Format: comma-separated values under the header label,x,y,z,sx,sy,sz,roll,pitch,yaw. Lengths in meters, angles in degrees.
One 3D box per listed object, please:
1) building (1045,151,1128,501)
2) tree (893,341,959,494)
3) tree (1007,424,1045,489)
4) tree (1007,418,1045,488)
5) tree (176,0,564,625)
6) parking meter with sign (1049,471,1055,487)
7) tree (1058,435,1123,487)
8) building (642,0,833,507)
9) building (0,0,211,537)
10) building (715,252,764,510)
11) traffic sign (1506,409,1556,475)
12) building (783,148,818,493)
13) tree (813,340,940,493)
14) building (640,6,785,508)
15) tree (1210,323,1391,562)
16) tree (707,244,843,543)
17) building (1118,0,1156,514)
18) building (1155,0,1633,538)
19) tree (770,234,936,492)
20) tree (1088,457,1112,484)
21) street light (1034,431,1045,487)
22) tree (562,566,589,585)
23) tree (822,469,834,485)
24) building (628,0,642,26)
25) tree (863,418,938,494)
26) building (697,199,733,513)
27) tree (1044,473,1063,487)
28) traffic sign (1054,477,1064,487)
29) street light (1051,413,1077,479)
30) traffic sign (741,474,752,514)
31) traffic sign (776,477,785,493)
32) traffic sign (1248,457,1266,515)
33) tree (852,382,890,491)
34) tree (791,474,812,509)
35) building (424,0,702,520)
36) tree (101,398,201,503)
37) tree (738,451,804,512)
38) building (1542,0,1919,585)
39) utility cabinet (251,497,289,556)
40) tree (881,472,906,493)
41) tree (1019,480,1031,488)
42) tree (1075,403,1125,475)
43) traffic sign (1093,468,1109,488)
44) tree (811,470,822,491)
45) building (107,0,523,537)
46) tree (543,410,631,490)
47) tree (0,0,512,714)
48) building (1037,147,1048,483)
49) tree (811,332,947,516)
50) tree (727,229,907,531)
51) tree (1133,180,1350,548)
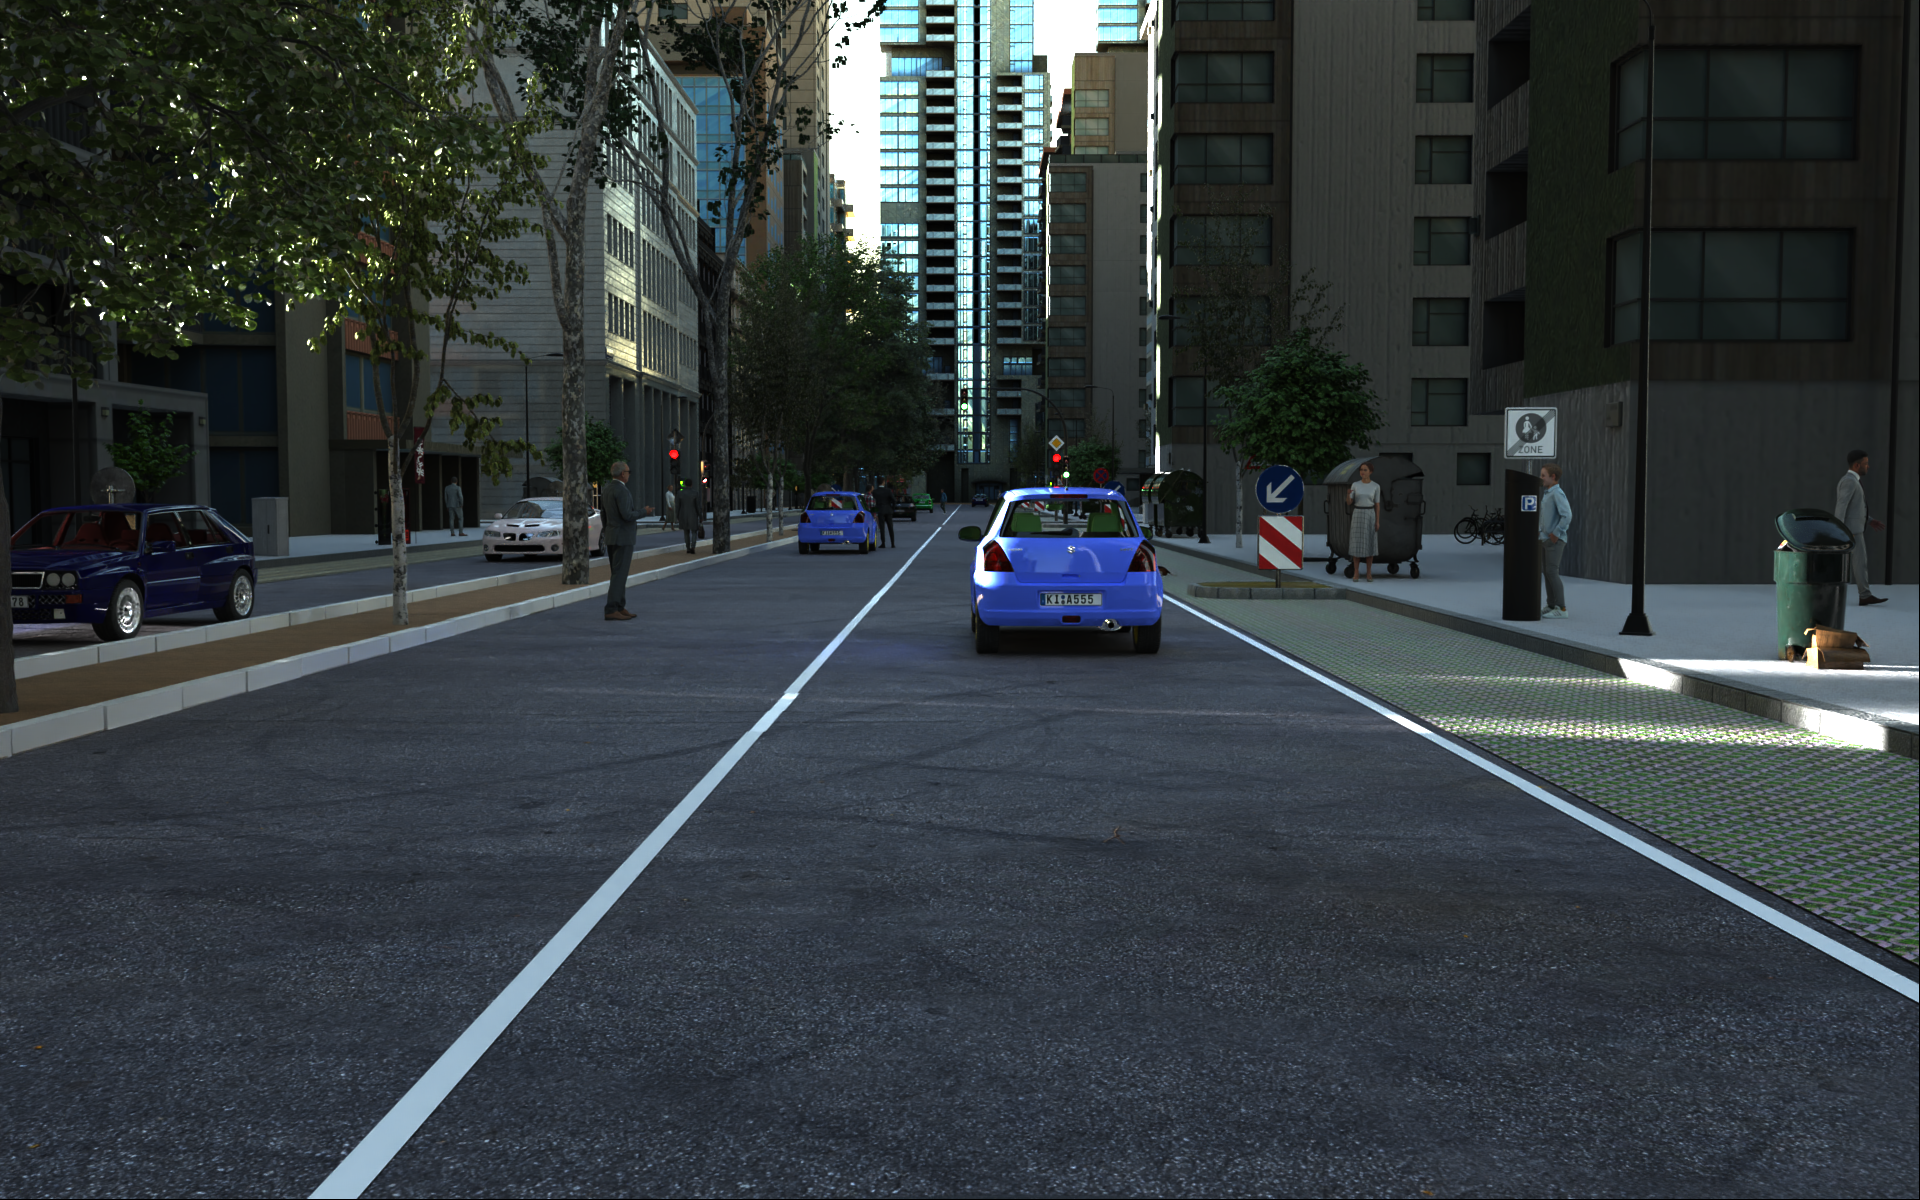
label,x,y,z,sx,sy,sz,roll,pitch,yaw
building,14.348,-23.139,150.019,14.160,30.474,14.107,0,4,0
tree,-5.139,-13.664,136.238,12.009,13.543,11.850,0,3,0
tree,7.172,-13.882,177.339,4.737,8.622,4.395,0,3,0
tree,6.985,-13.111,164.723,4.360,8.622,3.978,0,3,0
tree,-6.054,-4.009,18.367,4.737,8.622,4.395,0,3,0
parking meter with sign,6.928,-8.207,130.437,0.543,3.016,1.738,1,4,11
tree,7.266,-7.226,101.856,4.285,4.588,4.351,0,3,0
building,-27.367,-47.759,219.105,20.611,71.187,20.563,0,4,0
building,-28.496,-36.538,35.653,20.563,71.187,20.611,0,4,0
building,-23.522,-18.429,143.111,13.314,21.916,24.055,0,4,0
traffic sign,6.731,-1.124,20.507,0.606,2.300,0.079,0,4,1
building,-23.845,-31.517,198.901,14.154,41.232,14.086,0,4,0
tree,-5.648,-9.746,96.214,8.767,10.594,7.601,0,4,0
building,-24.344,-31.426,163.929,14.600,45.320,14.200,0,4,0
tree,6.651,-3.036,33.351,4.285,4.588,4.351,0,3,0
tree,-5.602,-5.986,50.689,4.360,8.622,3.978,0,3,0
building,25.673,-26.068,118.086,32.217,40.220,23.993,0,4,0
building,13.772,-17.689,60.913,14.160,30.474,14.107,0,4,0
tree,-5.616,-10.786,85.455,9.857,13.997,8.962,0,3,0
tree,7.479,-5.821,89.773,1.663,3.219,1.824,0,3,0
street light,6.252,-9.506,127.960,1.470,5.913,1.316,0,4,0
tree,-7.293,-10.357,27.682,12.611,20.169,13.585,0,3,0
tree,-13.890,-11.472,171.282,4.285,4.588,4.351,0,3,0
building,-26.950,-45.399,180.529,20.563,71.187,20.611,0,4,0
tree,-5.600,-13.793,146.099,7.486,12.596,7.792,0,3,0
building,-23.462,-17.941,123.018,12.332,23.373,15.834,0,4,0
tree,7.540,-8.940,140.765,1.663,3.219,1.824,0,3,0
traffic sign,6.738,-7.243,118.428,0.884,2.594,0.081,0,4,1
street light,6.104,-7.732,98.956,1.470,5.913,1.316,0,4,0
traffic sign,-13.654,-6.760,110.633,0.768,2.556,0.104,0,4,4
traffic sign,-13.689,-8.016,131.073,0.884,2.594,0.081,1,4,9
traffic sign,6.520,-2.266,37.060,0.884,2.594,0.081,0,4,5
tree,-5.468,-9.228,103.702,4.360,8.622,3.978,0,3,0
tree,-14.082,-10.044,158.815,1.663,3.219,1.824,0,3,0
building,-22.845,-19.728,100.043,11.434,29.767,29.804,0,4,0
tree,-16.520,-2.469,34.973,1.663,3.219,1.824,0,3,0
tree,-14.189,-8.602,124.350,4.285,4.588,4.351,0,3,0
building,16.523,-15.828,30.488,14.160,30.474,14.107,0,4,0
utility cabinet,-14.333,-1.518,35.980,1.020,1.237,0.306,3,5,41
tree,-5.565,-10.710,127.932,4.737,8.622,4.395,0,3,0
tree,7.903,-13.159,209.748,1.663,3.219,1.824,0,3,0
tree,11.254,-11.549,139.187,4.360,8.622,3.978,0,3,0
traffic sign,6.810,-5.107,83.604,0.768,2.556,0.104,0,4,8
tree,-14.160,-9.395,137.328,4.285,4.588,4.351,0,3,0
building,-31.912,-24.624,57.222,28.867,44.769,22.147,0,4,0
tree,-14.701,-5.169,68.230,4.285,4.588,4.351,0,3,0
tree,-6.491,-5.552,11.353,7.486,12.596,7.792,0,3,0
building,20.845,-34.295,215.341,22.147,44.769,28.867,0,4,0
tree,-5.665,-11.703,110.809,9.611,12.733,9.660,0,3,0
tree,-5.852,-8.490,67.031,9.928,11.665,9.643,0,3,0
tree,6.722,-5.533,40.822,4.360,8.622,3.978,0,3,0
